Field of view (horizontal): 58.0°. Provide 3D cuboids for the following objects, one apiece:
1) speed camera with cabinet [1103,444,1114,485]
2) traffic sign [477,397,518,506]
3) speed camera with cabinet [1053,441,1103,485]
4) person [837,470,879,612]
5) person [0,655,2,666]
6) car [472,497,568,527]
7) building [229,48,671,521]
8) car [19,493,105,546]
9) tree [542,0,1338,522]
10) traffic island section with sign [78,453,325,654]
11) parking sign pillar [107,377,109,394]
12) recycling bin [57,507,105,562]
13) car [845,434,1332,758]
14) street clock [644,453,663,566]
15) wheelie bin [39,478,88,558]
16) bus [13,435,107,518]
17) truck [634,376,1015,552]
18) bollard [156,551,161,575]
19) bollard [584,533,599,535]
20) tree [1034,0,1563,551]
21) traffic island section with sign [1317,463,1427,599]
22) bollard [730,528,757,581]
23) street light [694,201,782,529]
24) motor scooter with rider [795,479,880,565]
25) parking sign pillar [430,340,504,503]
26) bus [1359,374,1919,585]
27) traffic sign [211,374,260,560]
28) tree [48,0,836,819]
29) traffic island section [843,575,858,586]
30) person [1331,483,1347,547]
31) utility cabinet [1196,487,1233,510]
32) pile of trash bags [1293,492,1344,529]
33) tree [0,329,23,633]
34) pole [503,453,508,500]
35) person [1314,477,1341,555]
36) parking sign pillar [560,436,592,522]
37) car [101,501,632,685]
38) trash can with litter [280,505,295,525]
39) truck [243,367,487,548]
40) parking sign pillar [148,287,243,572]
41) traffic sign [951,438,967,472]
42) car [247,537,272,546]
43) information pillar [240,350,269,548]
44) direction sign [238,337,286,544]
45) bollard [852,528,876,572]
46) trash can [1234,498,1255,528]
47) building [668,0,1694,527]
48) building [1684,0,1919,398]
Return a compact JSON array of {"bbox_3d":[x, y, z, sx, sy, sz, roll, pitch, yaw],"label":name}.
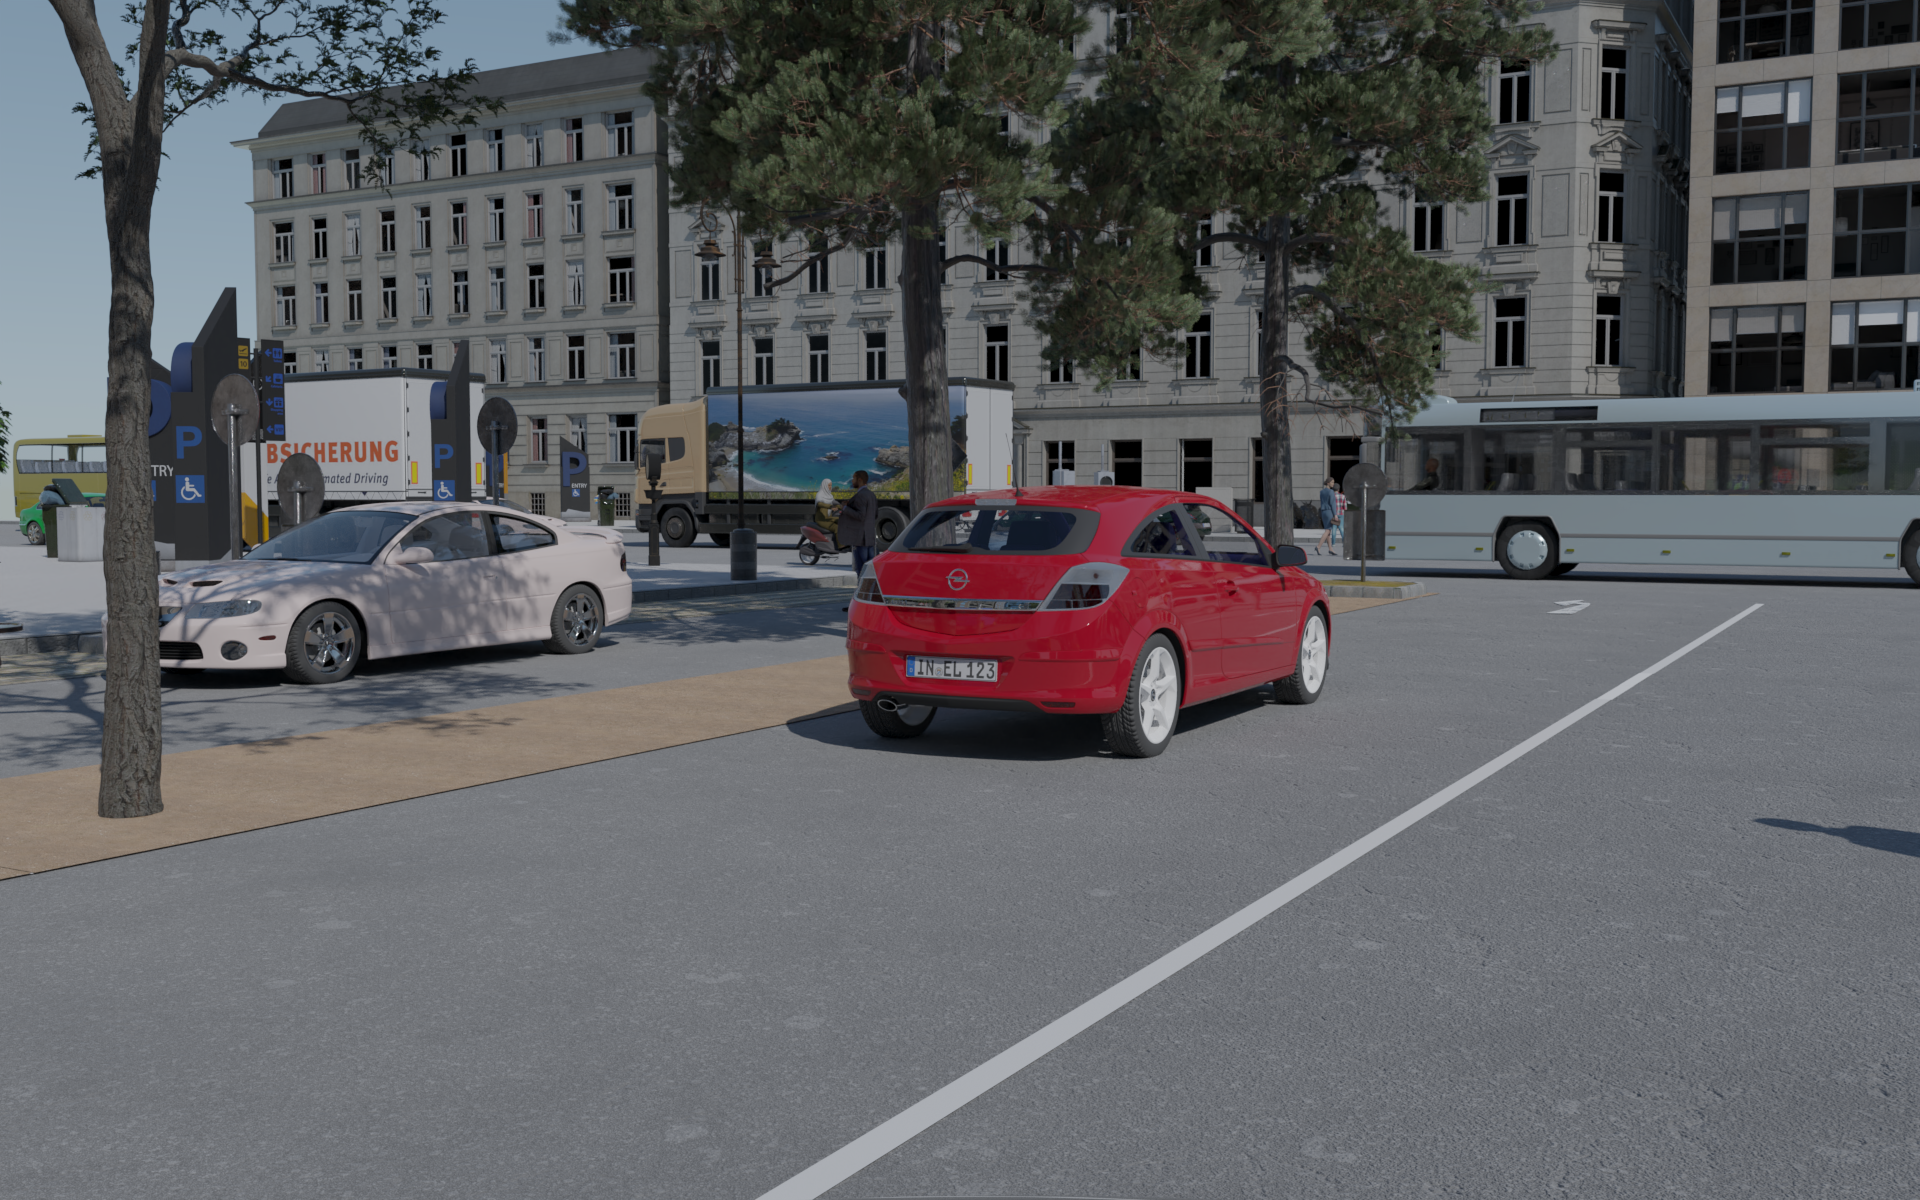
[{"bbox_3d":[5.054,-4.538,68.533,2.038,3.252,0.660,-1,4,-15],"label":"speed camera with cabinet"},{"bbox_3d":[-6.085,-1.382,22.702,0.768,2.556,0.104,2,4,33],"label":"traffic sign"},{"bbox_3d":[4.320,-4.303,64.687,0.660,3.252,2.038,-3,4,-36],"label":"speed camera with cabinet"},{"bbox_3d":[-1.243,-0.726,21.193,0.431,1.722,0.655,1,4,23],"label":"person"},{"bbox_3d":[-8.066,-0.290,14.045,0.445,1.727,0.742,-3,4,-37],"label":"person"},{"bbox_3d":[-12.525,-2.053,45.921,4.827,1.381,2.083,2,4,29],"label":"car"},{"bbox_3d":[-23.320,-16.061,95.877,30.059,22.955,16.112,2,4,29],"label":"building"},{"bbox_3d":[-24.160,-2.413,48.252,4.718,1.807,1.959,2,4,29],"label":"car"},{"bbox_3d":[-0.277,-6.486,15.930,7.806,13.903,7.818,0,3,0],"label":"tree"},{"bbox_3d":[-6.585,-0.445,15.899,1.989,1.847,2.006,2,4,29],"label":"traffic island section with sign"},{"bbox_3d":[-13.519,-2.474,28.920,1.447,3.967,1.447,0,4,2],"label":"parking sign pillar"},{"bbox_3d":[-16.666,-1.251,33.004,0.722,1.027,0.722,2,4,31],"label":"recycling bin"},{"bbox_3d":[1.026,-0.126,11.094,2.155,1.783,4.494,2,4,29],"label":"car"},{"bbox_3d":[-5.464,-1.610,30.892,0.358,2.002,0.471,-1,4,-18],"label":"street clock"},{"bbox_3d":[-18.102,-1.653,34.940,0.693,1.594,0.980,0,4,6],"label":"wheelie bin"},{"bbox_3d":[-30.311,-4.460,64.472,12.252,3.916,2.896,2,4,29],"label":"bus"},{"bbox_3d":[-4.056,-3.442,45.186,11.283,4.237,2.839,2,4,31],"label":"truck"},{"bbox_3d":[-8.134,-0.150,17.164,0.404,0.777,0.398,0,3,0],"label":"bollard"},{"bbox_3d":[-4.863,-0.503,22.939,0.404,0.777,0.398,0,3,0],"label":"bollard"},{"bbox_3d":[4.097,-5.980,22.284,6.751,12.117,7.091,0,3,0],"label":"tree"},{"bbox_3d":[5.603,-1.018,24.777,2.006,1.907,1.989,2,4,29],"label":"traffic island section with sign"},{"bbox_3d":[-3.227,-0.680,25.833,0.404,0.777,0.398,0,3,0],"label":"bollard"},{"bbox_3d":[-3.346,-3.276,26.352,0.468,5.910,1.993,2,4,29],"label":"street light"},{"bbox_3d":[-2.465,-1.555,34.388,1.986,1.779,0.876,2,4,30],"label":"motor scooter with rider"},{"bbox_3d":[-8.716,-2.521,29.686,1.447,3.967,1.447,0,4,-5],"label":"parking sign pillar"},{"bbox_3d":[12.448,-2.046,28.310,13.247,3.499,2.948,2,4,30],"label":"bus"},{"bbox_3d":[-7.707,-1.118,18.380,0.768,2.556,0.104,2,4,30],"label":"traffic sign"},{"bbox_3d":[-3.516,-4.333,7.707,8.767,10.594,7.601,2,4,29],"label":"tree"},{"bbox_3d":[-0.267,-0.338,27.808,2.009,0.180,2.903,2,4,29],"label":"traffic island section"},{"bbox_3d":[10.211,-2.299,46.931,0.563,1.720,0.643,0,4,-2],"label":"person"},{"bbox_3d":[8.431,-2.982,57.439,1.173,1.500,0.318,1,4,20],"label":"utility cabinet"},{"bbox_3d":[13.238,-3.278,63.351,1.912,1.369,3.447,-2,4,-29],"label":"pile of trash bags"},{"bbox_3d":[-9.318,-1.319,16.171,1.663,3.219,1.824,0,3,0],"label":"tree"},{"bbox_3d":[-19.817,-4.998,75.553,0.158,3.312,0.155,0,3,0],"label":"pole"},{"bbox_3d":[8.562,-1.955,40.492,0.654,1.822,0.581,-1,4,-10],"label":"person"},{"bbox_3d":[-17.762,-5.592,79.902,1.447,3.967,1.447,-1,4,-21],"label":"parking sign pillar"},{"bbox_3d":[-4.834,-0.146,14.757,2.083,1.381,4.827,2,4,29],"label":"car"},{"bbox_3d":[-12.847,-1.308,32.452,2.233,1.210,1.678,-1,4,-16],"label":"trash can with litter"},{"bbox_3d":[-16.412,-3.258,42.184,11.283,4.237,2.839,2,4,31],"label":"truck"},{"bbox_3d":[-9.564,-2.050,21.995,1.447,3.967,1.447,0,4,-5],"label":"parking sign pillar"},{"bbox_3d":[-0.243,-1.473,27.734,0.795,2.450,0.064,2,4,29],"label":"traffic sign"},{"bbox_3d":[-18.031,-2.180,48.005,4.827,1.381,2.083,2,4,30],"label":"car"},{"bbox_3d":[-11.422,-2.244,28.039,0.183,3.616,0.504,2,4,24],"label":"information pillar"},{"bbox_3d":[-10.252,-2.037,25.308,0.379,3.537,0.876,3,4,37],"label":"direction sign"},{"bbox_3d":[-1.592,-0.857,28.722,0.404,0.777,0.398,0,3,0],"label":"bollard"},{"bbox_3d":[9.179,-2.709,55.948,0.748,1.137,0.748,0,3,0],"label":"trash can"},{"bbox_3d":[8.904,-18.404,77.323,44.131,29.872,17.030,2,4,29],"label":"building"},{"bbox_3d":[44.432,-15.567,59.036,34.151,26.468,19.350,2,4,29],"label":"building"}]
